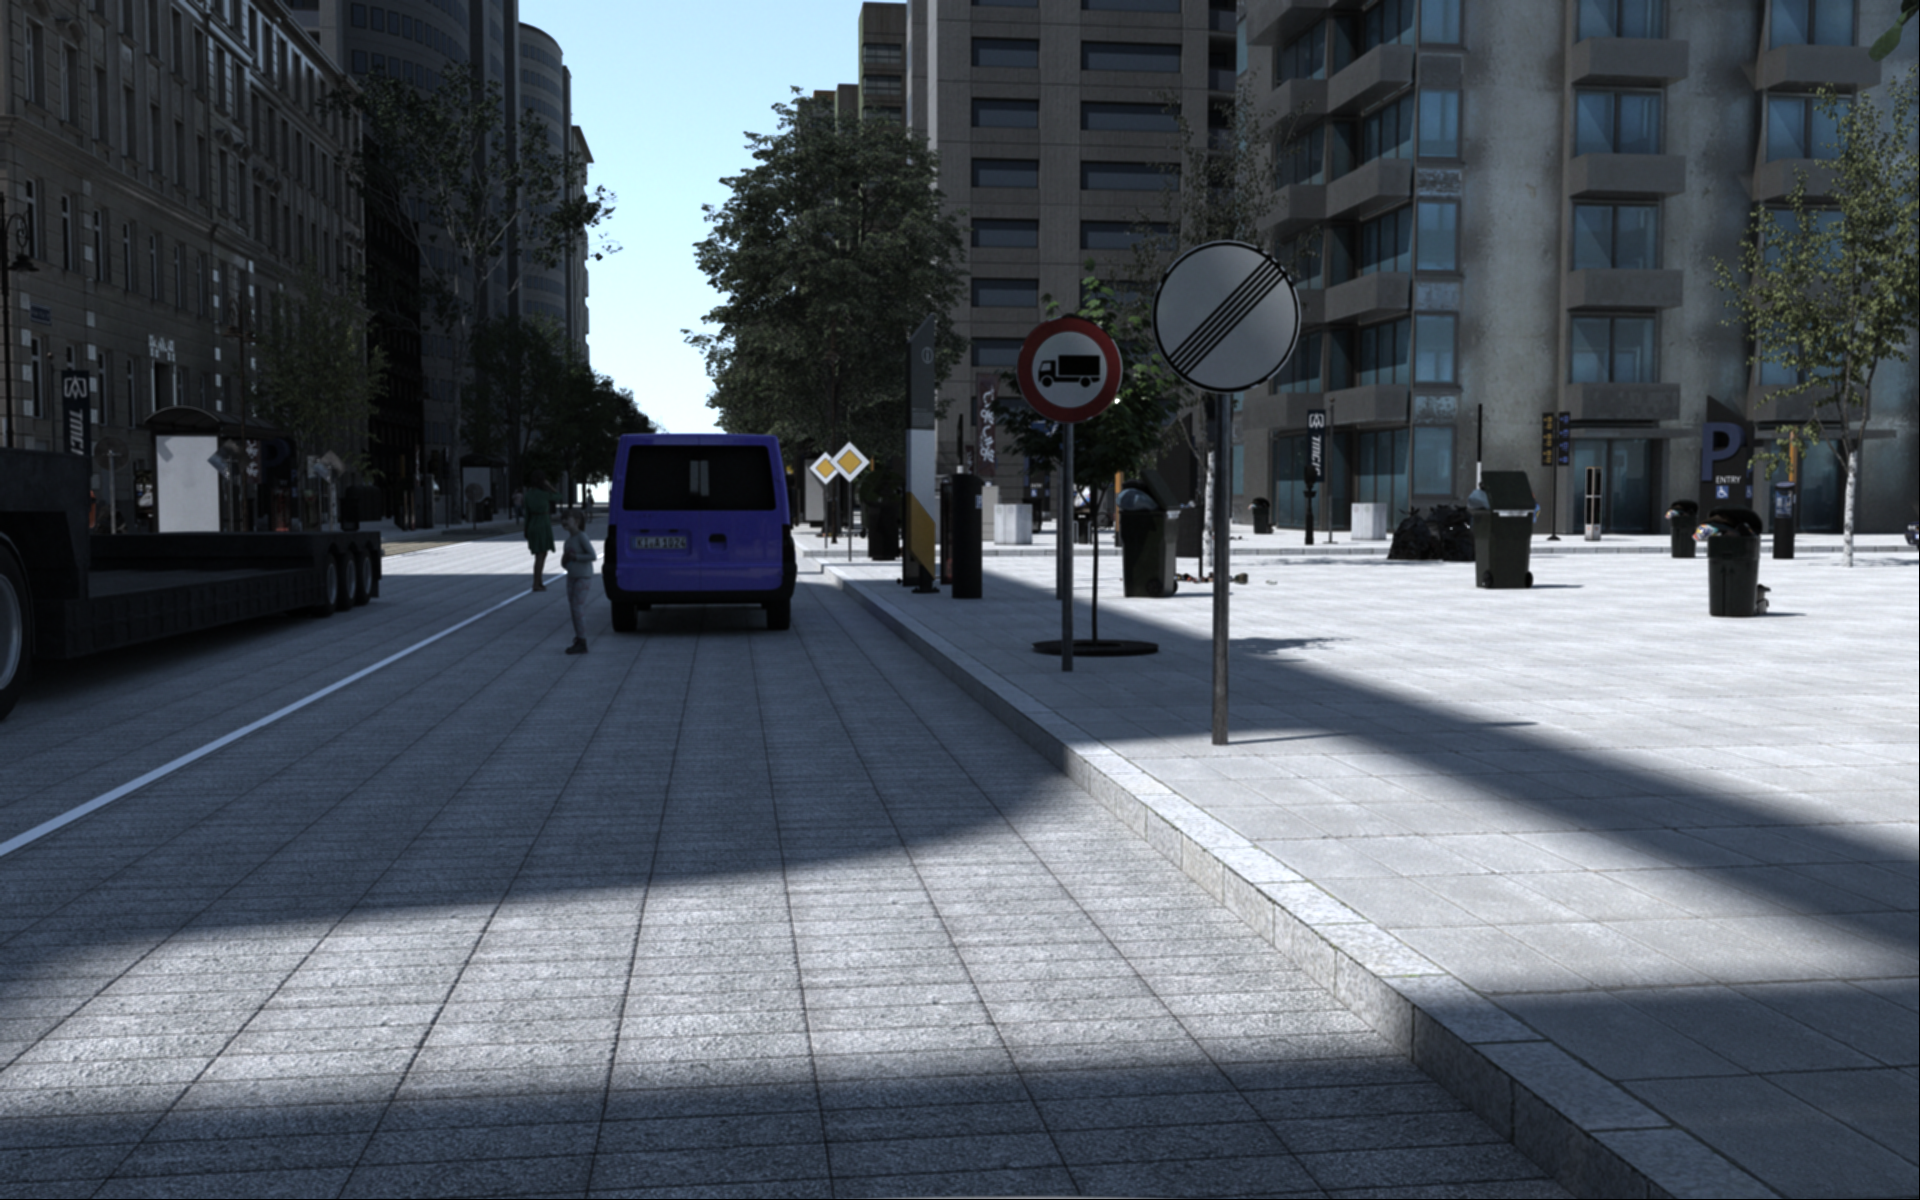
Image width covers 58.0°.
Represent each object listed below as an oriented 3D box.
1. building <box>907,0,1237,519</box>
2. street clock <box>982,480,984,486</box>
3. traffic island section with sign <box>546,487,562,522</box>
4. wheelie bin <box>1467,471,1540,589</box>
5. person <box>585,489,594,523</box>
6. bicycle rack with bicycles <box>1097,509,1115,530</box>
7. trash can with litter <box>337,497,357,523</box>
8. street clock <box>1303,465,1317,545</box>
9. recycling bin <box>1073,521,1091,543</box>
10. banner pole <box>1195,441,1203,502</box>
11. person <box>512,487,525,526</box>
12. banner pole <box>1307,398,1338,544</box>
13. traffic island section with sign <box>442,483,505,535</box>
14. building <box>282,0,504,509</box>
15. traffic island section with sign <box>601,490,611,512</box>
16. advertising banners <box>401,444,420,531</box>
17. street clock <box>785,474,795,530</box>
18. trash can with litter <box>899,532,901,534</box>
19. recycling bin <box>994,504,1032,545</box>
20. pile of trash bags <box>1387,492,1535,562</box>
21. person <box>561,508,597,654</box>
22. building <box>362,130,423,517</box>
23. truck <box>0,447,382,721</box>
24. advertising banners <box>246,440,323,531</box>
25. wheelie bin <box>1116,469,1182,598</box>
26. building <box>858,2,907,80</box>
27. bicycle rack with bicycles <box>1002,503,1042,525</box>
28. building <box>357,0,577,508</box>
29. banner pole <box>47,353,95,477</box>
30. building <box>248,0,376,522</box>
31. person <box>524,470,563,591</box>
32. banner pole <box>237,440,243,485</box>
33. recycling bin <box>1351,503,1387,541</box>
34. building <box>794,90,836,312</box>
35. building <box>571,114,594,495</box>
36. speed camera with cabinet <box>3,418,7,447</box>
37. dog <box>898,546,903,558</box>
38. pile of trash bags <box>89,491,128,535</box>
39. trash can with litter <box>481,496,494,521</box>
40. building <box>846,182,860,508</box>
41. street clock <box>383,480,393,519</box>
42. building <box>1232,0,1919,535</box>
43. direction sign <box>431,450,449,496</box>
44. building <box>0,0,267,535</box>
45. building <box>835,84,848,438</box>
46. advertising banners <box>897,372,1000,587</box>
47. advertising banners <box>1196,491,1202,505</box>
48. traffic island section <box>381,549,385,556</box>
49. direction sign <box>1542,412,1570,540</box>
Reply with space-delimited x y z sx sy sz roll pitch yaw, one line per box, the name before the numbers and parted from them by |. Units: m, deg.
building | 7.378 -34.235 101.736 21.231 58.520 28.212 0 4 -8
street clock | 0.987 -5.035 86.886 0.471 2.002 0.358 0 4 -2
traffic island section with sign | -20.895 -4.879 88.395 1.989 1.847 2.006 0 4 -8
wheelie bin | 7.371 -0.962 23.630 0.980 1.594 0.693 0 4 -8
person | -18.299 -4.649 85.508 0.522 1.701 0.512 0 4 3
bicycle rack with bicycles | 6.661 -2.995 62.356 2.925 0.926 2.852 2 4 35
trash can with litter | -27.582 -4.069 77.915 1.055 1.170 0.624 -1 4 -22
street clock | 8.833 -2.395 43.736 0.358 2.002 0.471 0 4 2
recycling bin | 3.032 -2.048 46.036 0.722 1.027 0.722 -1 4 -14
banner pole | 11.243 -5.651 82.407 0.863 3.779 0.401 0 4 -7
person | -19.846 -4.226 78.189 0.643 1.750 0.593 2 4 26
banner pole | 9.424 -3.366 45.054 0.863 3.779 0.401 1 4 14
traffic island section with sign | -17.294 -3.245 61.681 1.989 1.847 2.006 0 4 -8
building | -50.958 -37.333 152.388 21.231 58.520 28.212 0 4 -8
traffic island section with sign | -27.564 -7.913 138.009 1.989 1.847 2.006 0 4 -8
advertising banners | -19.164 -3.934 60.511 0.090 3.025 2.074 0 3 0
street clock | -6.156 -3.553 62.662 0.358 2.002 0.471 -2 4 -27
trash can with litter | -1.820 -2.586 53.674 1.055 1.170 0.624 1 4 11
recycling bin | 1.346 -1.908 43.745 0.722 1.027 0.722 3 4 37
pile of trash bags | 10.166 -1.495 34.192 3.447 1.369 1.912 -2 4 -35
person | -3.467 -0.175 15.641 0.425 1.301 0.394 2 4 25
building | -39.510 -16.658 102.044 12.332 23.373 15.834 0 4 -8
truck | -7.566 -1.452 13.496 2.967 4.110 18.799 0 4 -8
advertising banners | -18.151 -3.069 46.362 2.074 3.025 0.090 -3 4 -36
wheelie bin | 2.341 -0.839 21.634 0.693 1.594 0.980 2 4 24
building | -1.803 -28.468 149.053 14.154 41.232 14.086 0 4 -8
bicycle rack with bicycles | 2.312 -3.551 71.439 2.852 0.926 2.925 0 4 6
building | -59.789 -41.132 214.514 21.231 58.520 28.212 0 4 -8
banner pole | -15.853 -2.494 30.788 0.863 3.779 0.401 -1 4 -10
building | -36.288 -17.386 81.523 12.463 27.353 25.104 0 4 -8
person | -6.255 -1.037 25.704 0.600 1.795 0.529 1 4 16
banner pole | -22.935 -3.998 55.387 0.863 3.779 0.401 3 5 40
recycling bin | 11.353 -2.173 48.079 0.722 1.027 0.722 -3 5 -44
building | -14.174 -43.940 260.420 21.231 58.520 28.212 0 4 -8
building | -66.263 -39.917 241.873 28.713 52.752 27.495 0 4 -8
speed camera with cabinet | -25.520 -3.093 44.911 2.038 3.252 0.660 0 4 -7
dog | -1.377 -1.012 35.840 0.540 0.507 0.406 -1 4 -12
pile of trash bags | -20.953 -1.942 41.509 1.912 1.369 3.447 -2 4 -26
trash can with litter | -22.434 -4.285 81.440 1.055 1.170 0.624 2 4 31
building | -3.791 -23.952 163.311 14.160 30.474 14.107 0 4 -8
street clock | -29.916 -5.264 90.631 0.358 2.002 0.471 2 4 26
building | 25.483 -27.178 63.968 30.456 49.044 23.786 0 4 -8
direction sign | -26.794 -5.954 89.345 0.876 3.537 0.379 -2 4 -26
building | -32.177 -15.853 56.466 12.463 27.353 25.104 0 4 -8
building | -5.809 -30.178 177.003 14.154 41.232 14.086 0 4 -8
advertising banners | -0.119 -1.736 24.566 0.090 3.025 2.074 3 5 44
advertising banners | 10.566 -5.004 78.003 0.090 3.025 2.074 2 4 25
traffic island section | -14.275 -1.042 39.311 2.009 0.180 2.903 0 4 -8
direction sign | 16.484 -3.424 47.979 0.379 3.537 0.876 -2 4 -34
